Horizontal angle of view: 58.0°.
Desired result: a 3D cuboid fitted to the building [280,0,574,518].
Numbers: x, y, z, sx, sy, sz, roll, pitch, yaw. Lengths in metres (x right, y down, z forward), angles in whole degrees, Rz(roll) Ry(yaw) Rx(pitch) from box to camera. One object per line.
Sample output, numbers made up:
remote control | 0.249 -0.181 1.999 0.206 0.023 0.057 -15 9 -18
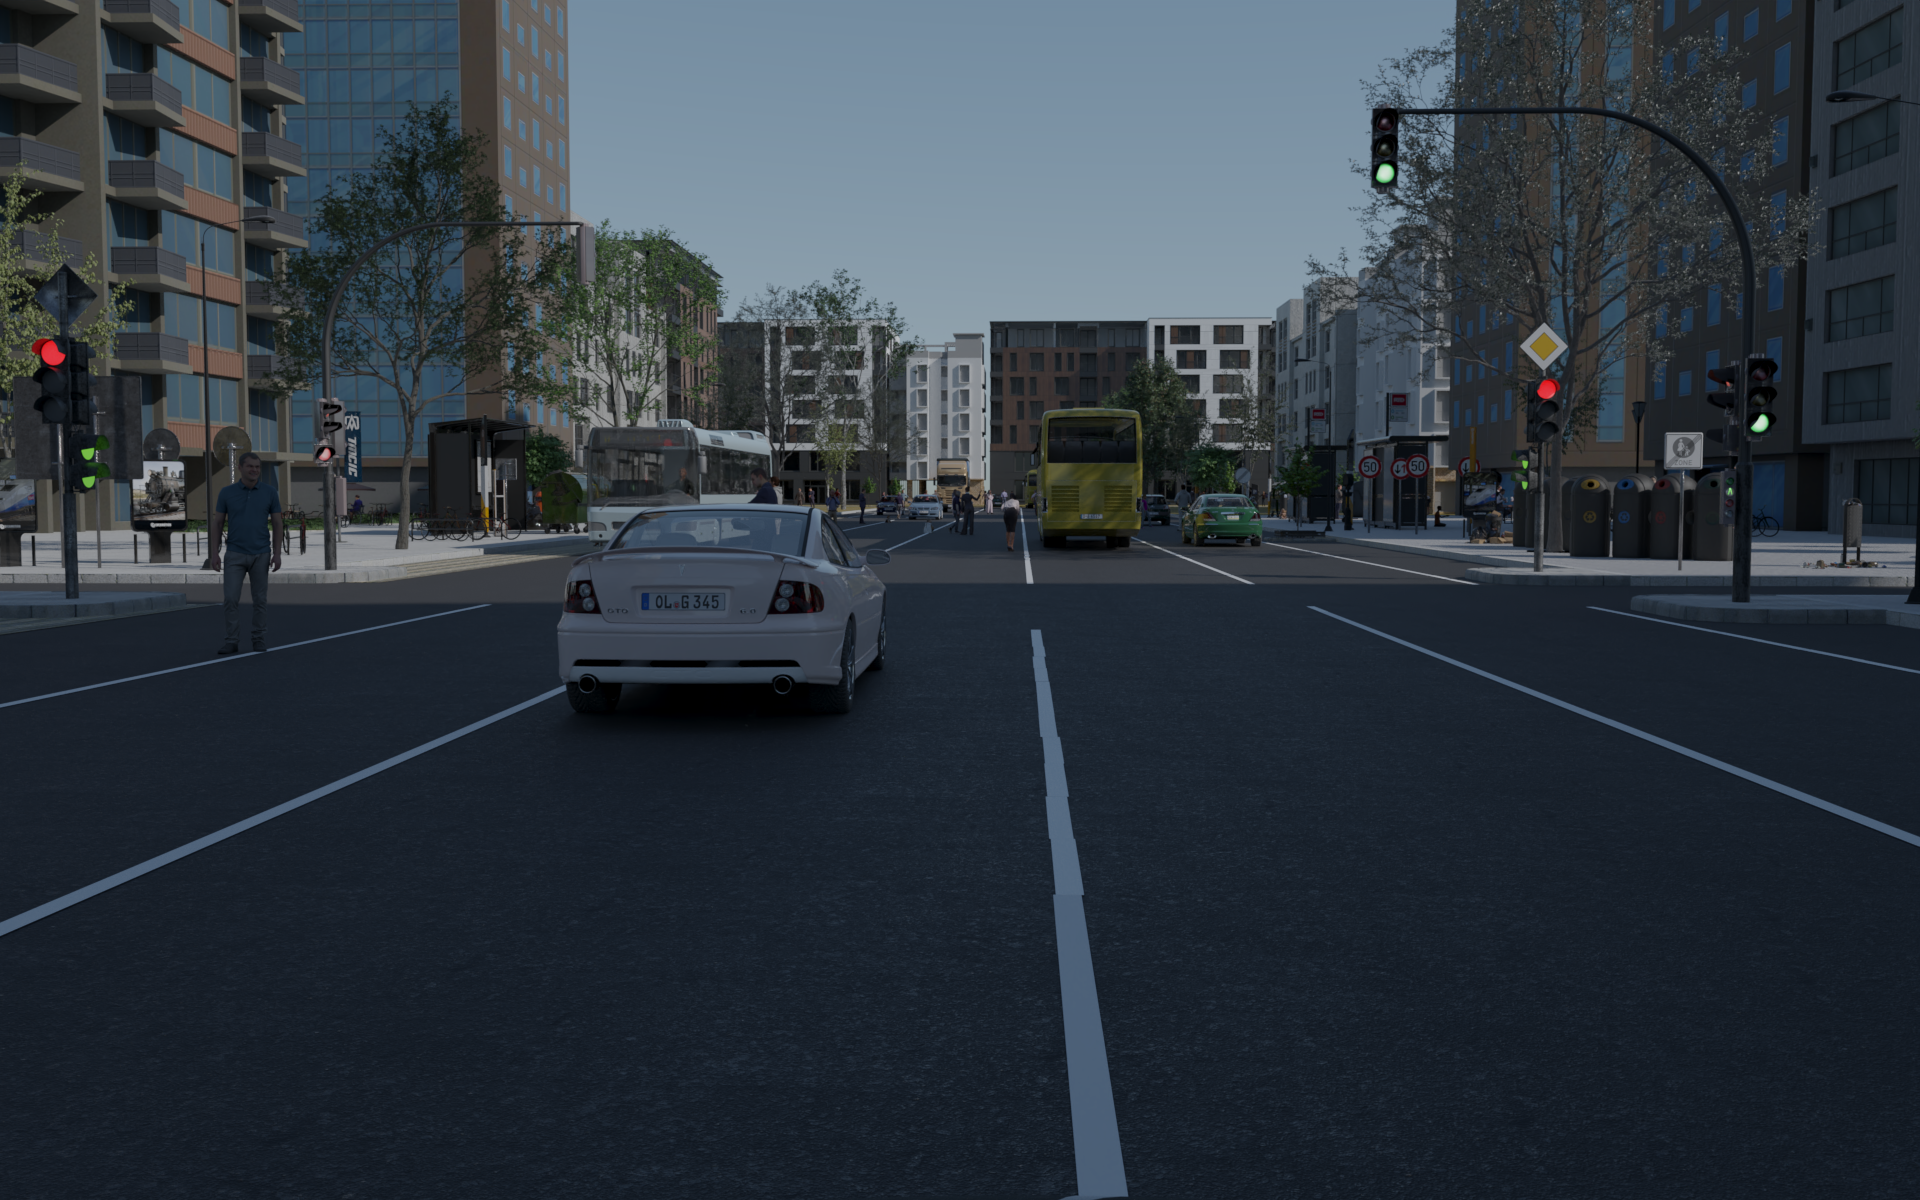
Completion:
building | -30.160 -27.223 95.204 14.600 45.320 14.200 0 4 2

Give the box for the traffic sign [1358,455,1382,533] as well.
traffic sign | 13.459 -3.475 56.929 0.768 2.556 0.104 0 4 5

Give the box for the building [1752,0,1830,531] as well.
building | 35.511 -25.353 64.631 14.600 45.320 14.200 0 4 2

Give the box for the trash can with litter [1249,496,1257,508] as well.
trash can with litter | 14.059 -4.522 85.324 1.055 1.170 0.624 0 4 -3

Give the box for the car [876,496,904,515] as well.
car | -4.746 -6.467 118.320 1.945 1.354 3.894 0 4 2

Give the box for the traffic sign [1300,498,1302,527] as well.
traffic sign | 13.247 -4.104 67.204 0.768 2.556 0.104 0 4 3

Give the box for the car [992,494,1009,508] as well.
car | 3.753 -9.739 169.010 2.009 1.686 4.222 0 4 3

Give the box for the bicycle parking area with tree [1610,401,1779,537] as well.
bicycle parking area with tree | 22.064 -4.220 56.002 9.016 4.147 8.231 2 4 34

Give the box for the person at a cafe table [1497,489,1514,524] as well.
person at a cafe table | 23.896 -4.087 75.340 1.622 1.524 1.698 2 4 33

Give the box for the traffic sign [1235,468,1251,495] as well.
traffic sign | 13.638 -5.103 83.541 0.768 2.556 0.104 0 4 5

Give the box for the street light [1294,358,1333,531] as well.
street light | 12.141 -5.315 59.449 1.470 5.913 1.316 0 4 2

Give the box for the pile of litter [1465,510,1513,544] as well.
pile of litter | 13.969 -1.894 44.936 1.719 0.858 1.176 1 4 11

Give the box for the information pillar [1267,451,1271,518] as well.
information pillar | 16.734 -6.254 93.611 0.183 3.616 0.504 1 4 20

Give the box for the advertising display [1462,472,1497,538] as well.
advertising display | 15.221 -2.785 50.744 0.974 1.923 0.123 0 4 6

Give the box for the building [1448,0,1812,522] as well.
building | 35.870 -27.216 95.100 14.600 45.320 14.200 0 4 2

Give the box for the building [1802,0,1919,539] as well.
building | 33.485 -16.867 47.471 14.107 30.474 14.160 0 4 2

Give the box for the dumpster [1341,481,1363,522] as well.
dumpster | 17.891 -4.409 77.848 1.264 1.857 1.865 0 4 2

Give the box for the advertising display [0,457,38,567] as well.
advertising display | -16.774 -1.548 30.525 0.123 1.923 0.974 2 4 35

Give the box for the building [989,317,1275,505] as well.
building | 20.133 -22.669 214.613 32.646 21.610 27.936 0 4 2

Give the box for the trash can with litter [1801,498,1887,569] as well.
trash can with litter | 15.387 -1.185 30.438 2.233 1.210 1.678 -3 4 -37

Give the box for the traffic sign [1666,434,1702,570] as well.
traffic sign | 12.078 -1.643 28.989 0.606 2.300 0.079 0 4 6

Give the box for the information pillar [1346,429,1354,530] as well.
information pillar | 13.952 -4.318 61.961 0.183 3.616 0.504 2 4 33

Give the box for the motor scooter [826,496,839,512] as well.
motor scooter | -8.141 -5.999 110.865 0.815 1.314 1.986 0 4 2

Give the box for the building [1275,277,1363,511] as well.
building | 37.943 -17.307 149.424 16.747 18.905 31.486 0 4 2

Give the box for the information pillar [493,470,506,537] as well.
information pillar | -13.839 -2.906 51.997 0.304 2.012 0.304 -2 4 -26

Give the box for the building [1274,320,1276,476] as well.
building | 53.248 -22.623 213.861 32.646 21.610 27.936 0 4 2

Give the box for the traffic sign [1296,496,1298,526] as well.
traffic sign | 13.461 -4.096 69.103 0.606 2.300 0.079 0 4 3

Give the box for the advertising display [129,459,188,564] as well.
advertising display | -14.827 -1.642 32.056 0.974 1.923 0.123 -3 5 -40

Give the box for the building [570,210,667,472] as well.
building | -32.081 -15.594 121.423 16.747 18.905 31.486 0 4 2

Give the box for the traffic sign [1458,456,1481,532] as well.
traffic sign | 17.058 -3.547 58.105 0.768 2.556 0.104 0 4 3

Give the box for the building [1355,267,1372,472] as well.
building | 37.570 -16.556 127.112 16.016 20.091 11.380 0 4 2

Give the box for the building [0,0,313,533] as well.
building | -38.986 -25.162 66.025 22.147 44.769 28.867 0 4 2

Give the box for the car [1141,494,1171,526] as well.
car | 8.797 -4.311 80.263 2.009 1.686 4.222 0 4 3

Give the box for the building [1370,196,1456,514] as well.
building | 36.898 -15.862 115.770 16.016 20.091 11.380 0 4 2

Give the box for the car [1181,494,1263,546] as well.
car | 7.353 -2.264 48.821 2.131 1.459 4.920 0 4 1

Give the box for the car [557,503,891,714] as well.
car | -1.584 -0.022 12.715 2.083 1.381 4.827 0 4 2

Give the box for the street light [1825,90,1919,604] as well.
street light | 10.670 -2.909 20.099 1.470 5.913 1.316 0 4 2

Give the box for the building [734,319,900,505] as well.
building | -24.471 -22.762 216.127 32.646 21.610 27.936 0 4 2

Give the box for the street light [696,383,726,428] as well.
street light | -10.530 -6.133 72.810 1.470 5.913 1.316 0 4 2

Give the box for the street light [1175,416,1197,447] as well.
street light | 13.550 -8.010 103.509 1.470 5.913 1.316 0 4 2

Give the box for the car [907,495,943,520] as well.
car | -1.920 -5.226 97.440 2.014 1.417 4.499 0 4 2

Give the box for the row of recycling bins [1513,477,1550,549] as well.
row of recycling bins | 13.993 -2.062 40.820 1.069 1.692 3.534 0 4 -4

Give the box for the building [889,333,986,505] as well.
building | -2.656 -21.626 210.004 11.380 20.091 16.016 0 4 2

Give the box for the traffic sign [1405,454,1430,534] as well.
traffic sign | 14.509 -3.356 54.972 0.768 2.556 0.104 0 4 6

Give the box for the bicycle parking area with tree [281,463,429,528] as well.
bicycle parking area with tree | -21.890 -4.962 68.127 8.231 4.147 9.016 1 4 18

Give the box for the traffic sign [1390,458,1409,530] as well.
traffic sign | 15.535 -3.731 61.110 0.768 2.556 0.104 0 4 2

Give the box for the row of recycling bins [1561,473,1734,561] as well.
row of recycling bins | 13.773 -1.673 34.473 1.069 1.692 3.534 -3 4 -37

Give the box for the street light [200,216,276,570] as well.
street light | -12.111 -3.457 29.068 1.470 5.913 1.316 0 4 2

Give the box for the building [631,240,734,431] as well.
building | -38.893 -18.945 153.726 32.646 21.610 27.936 0 4 2

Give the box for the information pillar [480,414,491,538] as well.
information pillar | -14.041 -3.656 51.130 0.183 3.616 0.504 -2 4 -30
